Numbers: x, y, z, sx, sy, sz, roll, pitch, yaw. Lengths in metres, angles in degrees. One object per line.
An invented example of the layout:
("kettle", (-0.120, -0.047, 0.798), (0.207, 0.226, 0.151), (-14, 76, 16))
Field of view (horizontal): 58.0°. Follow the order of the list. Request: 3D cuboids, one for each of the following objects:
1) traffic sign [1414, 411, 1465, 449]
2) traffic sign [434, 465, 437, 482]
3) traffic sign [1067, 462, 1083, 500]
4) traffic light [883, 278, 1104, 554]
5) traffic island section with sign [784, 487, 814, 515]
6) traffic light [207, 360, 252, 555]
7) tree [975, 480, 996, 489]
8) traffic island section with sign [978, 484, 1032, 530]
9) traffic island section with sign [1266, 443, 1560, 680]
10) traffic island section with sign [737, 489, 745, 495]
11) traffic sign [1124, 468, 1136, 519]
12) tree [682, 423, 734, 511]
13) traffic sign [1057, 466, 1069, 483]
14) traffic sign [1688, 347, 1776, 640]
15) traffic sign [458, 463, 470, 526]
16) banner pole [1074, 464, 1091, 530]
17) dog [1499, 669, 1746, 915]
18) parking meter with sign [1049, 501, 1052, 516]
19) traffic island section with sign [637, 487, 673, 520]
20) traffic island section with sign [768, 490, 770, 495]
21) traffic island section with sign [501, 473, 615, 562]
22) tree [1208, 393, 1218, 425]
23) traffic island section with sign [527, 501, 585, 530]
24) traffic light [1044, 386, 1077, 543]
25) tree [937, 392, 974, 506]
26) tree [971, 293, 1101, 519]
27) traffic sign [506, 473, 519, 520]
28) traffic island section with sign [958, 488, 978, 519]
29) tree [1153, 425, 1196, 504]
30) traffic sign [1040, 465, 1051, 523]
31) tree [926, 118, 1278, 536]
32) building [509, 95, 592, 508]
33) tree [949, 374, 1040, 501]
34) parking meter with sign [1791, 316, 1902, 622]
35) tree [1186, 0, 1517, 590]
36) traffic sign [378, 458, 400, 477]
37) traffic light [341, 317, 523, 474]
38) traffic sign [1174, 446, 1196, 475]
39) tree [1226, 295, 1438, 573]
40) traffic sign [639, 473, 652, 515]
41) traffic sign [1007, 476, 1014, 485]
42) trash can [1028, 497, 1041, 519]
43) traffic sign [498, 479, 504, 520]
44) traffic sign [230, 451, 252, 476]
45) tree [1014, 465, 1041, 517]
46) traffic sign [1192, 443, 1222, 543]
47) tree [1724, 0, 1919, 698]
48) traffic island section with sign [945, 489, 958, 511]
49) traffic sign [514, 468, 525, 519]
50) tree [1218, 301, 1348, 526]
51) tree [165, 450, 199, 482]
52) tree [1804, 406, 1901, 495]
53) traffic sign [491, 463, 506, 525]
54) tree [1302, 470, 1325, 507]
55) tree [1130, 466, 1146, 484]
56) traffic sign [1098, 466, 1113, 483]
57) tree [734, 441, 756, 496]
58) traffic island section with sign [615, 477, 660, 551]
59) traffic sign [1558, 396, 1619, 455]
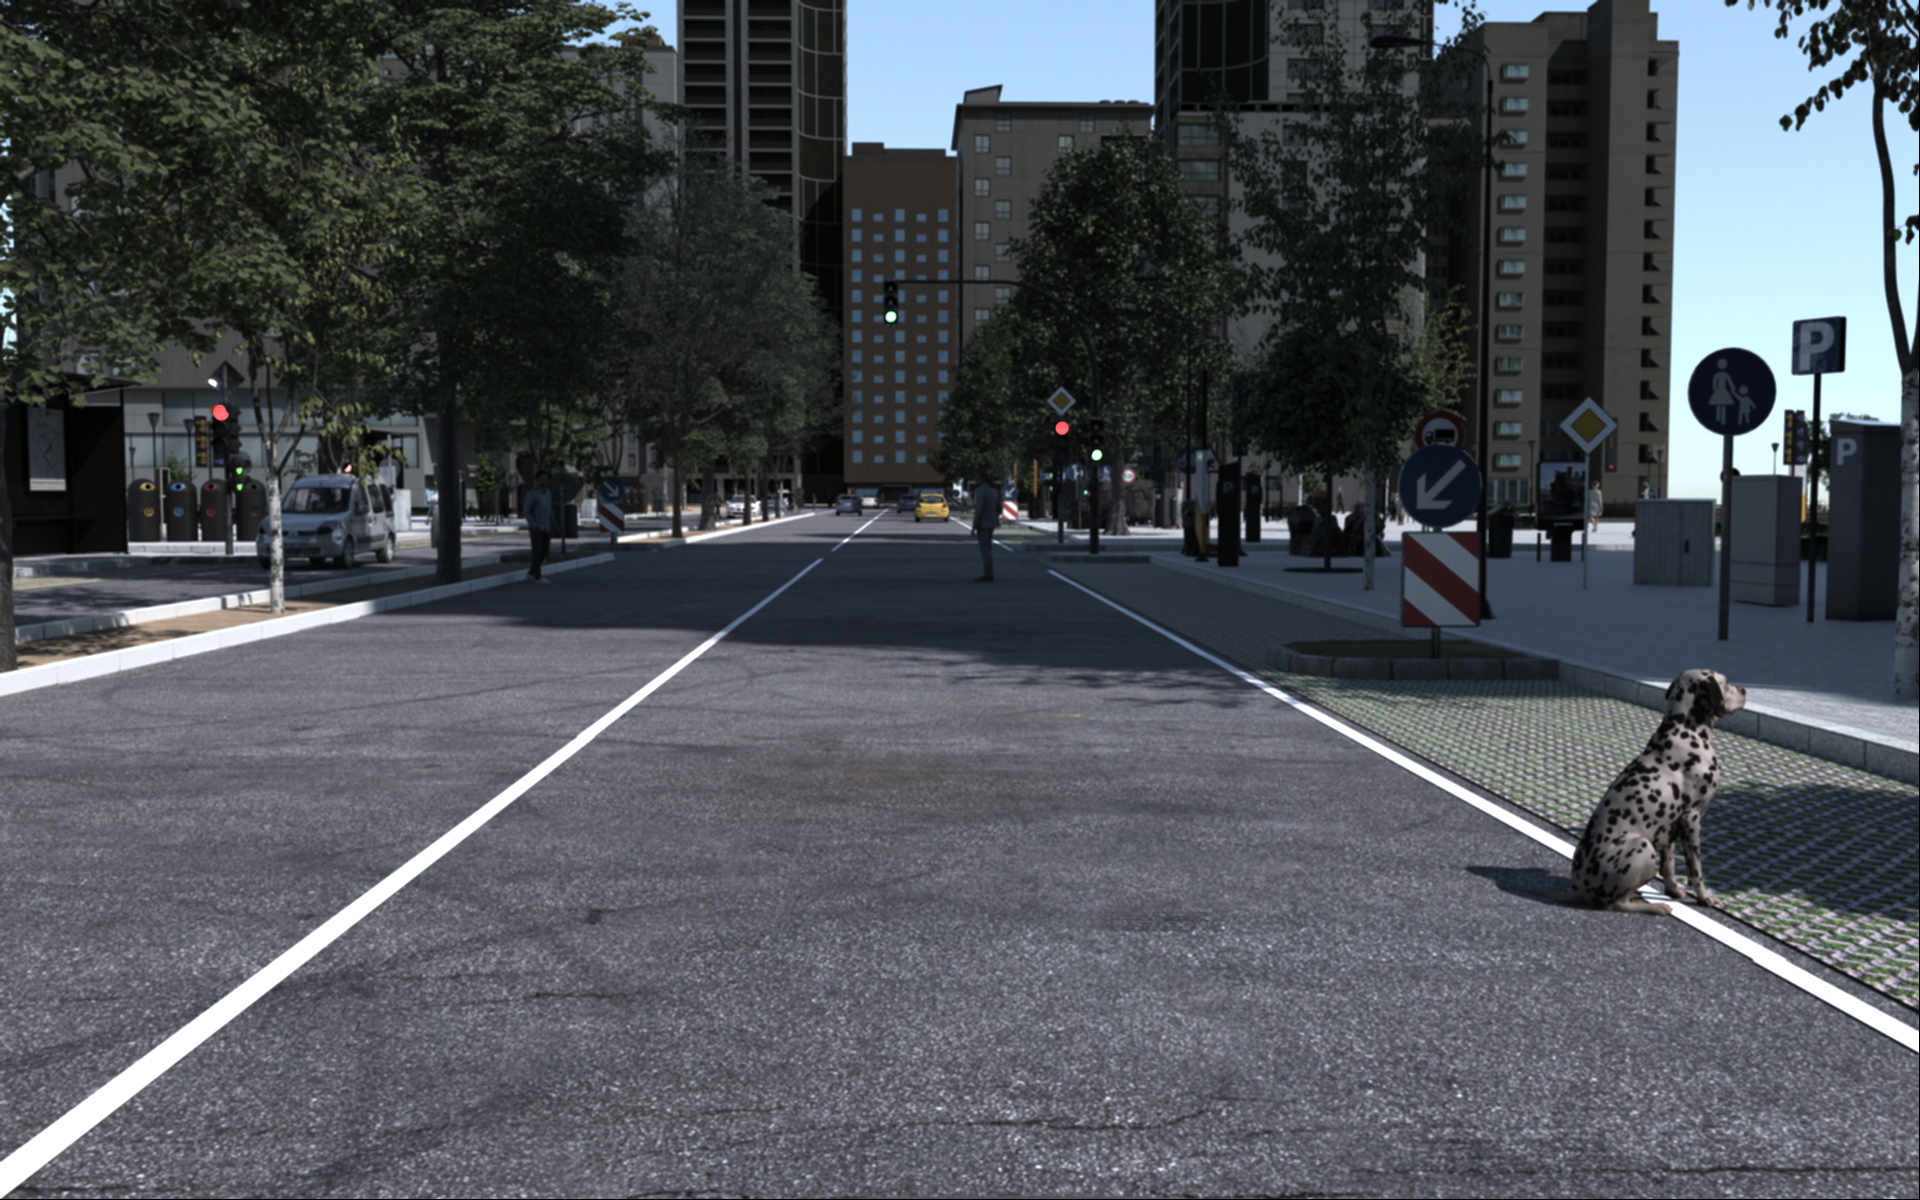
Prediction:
("traffic sign", (7.342, -1.619, 26.581), (0.768, 2.556, 0.104), (0, 4, 4))
("traffic sign", (-18.133, -3.581, 60.680), (0.606, 2.300, 0.079), (0, 4, 3))
("traffic sign", (4.610, -4.170, 68.284), (0.768, 2.556, 0.104), (0, 4, 1))
("traffic light", (0.760, -3.800, 36.803), (4.771, 5.953, 1.251), (0, 4, -2))
("traffic island section with sign", (-11.106, -6.813, 119.522), (2.006, 1.907, 1.989), (0, 4, -2))
("traffic light", (-15.404, -2.906, 36.440), (0.839, 4.253, 0.868), (0, 4, -2))
("tree", (2.052, -8.782, 138.190), (1.663, 3.219, 1.824), (0, 3, 0))
("traffic island section with sign", (1.885, -3.782, 70.469), (1.989, 1.847, 2.006), (0, 4, -2))
("traffic island section with sign", (3.590, -0.341, 14.198), (1.989, 1.847, 2.006), (0, 4, -2))
("traffic island section with sign", (-18.436, -8.419, 146.278), (1.989, 1.847, 2.006), (0, 4, -2))
("traffic sign", (8.191, -5.160, 84.467), (0.768, 2.556, 0.104), (0, 4, 1))
("tree", (-20.076, -10.837, 127.546), (4.737, 8.622, 4.395), (0, 3, 0))
("traffic sign", (4.523, -4.766, 78.037), (0.768, 2.556, 0.104), (0, 4, 7))
("traffic sign", (6.717, -0.921, 15.166), (0.768, 2.556, 0.104), (0, 3, 0))
("traffic sign", (-20.337, -4.308, 70.539), (0.768, 2.556, 0.104), (0, 4, 5))
("banner pole", (4.404, -4.373, 61.519), (0.401, 3.779, 0.863), (-2, 4, -34))
("dog", (2.314, 0.655, 6.121), (0.800, 0.831, 0.513), (2, 4, 28))
("parking meter with sign", (6.011, -6.384, 100.631), (1.738, 3.016, 0.543), (0, 4, 4))
("traffic island section with sign", (-16.951, -5.403, 96.959), (1.989, 1.847, 2.006), (0, 4, -2))
("traffic island section with sign", (-19.282, -10.090, 173.599), (1.989, 1.847, 2.006), (0, 4, -2))
("traffic island section with sign", (-8.607, -1.766, 37.014), (2.006, 1.907, 1.989), (0, 4, -2))
("tree", (11.981, -7.341, 70.385), (4.360, 8.622, 3.978), (0, 3, 0))
("traffic island section with sign", (-16.111, -3.709, 69.274), (1.989, 1.847, 2.006), (0, 4, -2))
("traffic light", (2.607, -3.429, 44.988), (0.839, 4.253, 0.868), (0, 4, -2))
("tree", (0.941, -16.163, 182.384), (7.486, 12.596, 7.792), (0, 3, 0))
("tree", (4.168, -10.027, 89.693), (9.928, 11.665, 9.643), (0, 3, 0))
("traffic sign", (-21.703, -5.010, 84.050), (0.606, 2.300, 0.079), (0, 4, 1))
("traffic island section with sign", (1.026, -5.505, 98.638), (1.989, 1.847, 2.006), (0, 4, -2))
("tree", (13.649, -9.552, 106.534), (4.360, 8.622, 3.978), (0, 3, 0))
("traffic sign", (3.946, -4.714, 77.178), (0.768, 2.556, 0.104), (0, 4, 4))
("tree", (4.912, -8.338, 53.333), (9.611, 12.733, 9.660), (0, 3, 0))
("building", (-48.158, -28.899, 164.385), (23.993, 40.220, 32.217), (0, 4, -2))
("tree", (3.417, -13.216, 122.734), (9.857, 13.997, 8.962), (0, 3, 0))
("parking meter with sign", (9.266, -1.306, 17.612), (1.738, 3.016, 0.543), (-2, 4, -25))
("tree", (5.228, -4.437, 22.909), (4.737, 8.622, 4.395), (0, 3, 0))
("traffic sign", (-19.891, -3.687, 60.388), (0.768, 2.556, 0.104), (0, 4, 0))
("traffic light", (-13.558, -4.272, 44.520), (4.771, 5.953, 1.251), (0, 4, -2))
("traffic sign", (5.989, -2.768, 45.368), (0.768, 2.556, 0.104), (0, 4, 5))
("tree", (6.151, -2.746, 28.615), (4.285, 4.588, 4.351), (0, 3, 0))
("traffic sign", (-19.303, -6.495, 106.298), (0.768, 2.556, 0.104), (0, 4, 6))
("traffic sign", (3.360, -7.032, 115.086), (0.768, 2.556, 0.104), (0, 4, 6))
("trash can", (3.776, -4.663, 87.899), (0.748, 1.137, 0.748), (0, 3, 0))
("traffic sign", (-22.653, -5.182, 84.824), (0.768, 2.556, 0.104), (0, 4, 3))
("traffic sign", (-21.246, -3.119, 51.110), (0.768, 2.556, 0.104), (0, 4, 7))
("tree", (3.872, -6.205, 96.057), (1.663, 3.219, 1.824), (0, 3, 0))
("traffic sign", (6.325, -2.693, 44.042), (0.884, 2.594, 0.081), (0, 4, 1))
("tree", (6.047, -3.675, 10.456), (4.360, 8.622, 3.978), (0, 3, 0))
("traffic island section with sign", (-0.455, -8.486, 147.377), (1.989, 1.847, 2.006), (0, 4, -2))
("traffic sign", (-22.504, -5.374, 87.863), (0.884, 2.594, 0.081), (0, 4, 7))
("tree", (12.374, -6.958, 64.119), (4.360, 8.622, 3.978), (0, 3, 0))
("tree", (-34.984, -5.034, 76.908), (1.663, 3.219, 1.824), (0, 3, 0))
("tree", (58.872, -9.028, 110.517), (11.467, 7.101, 20.602), (0, 4, -3))
("traffic sign", (-18.850, -4.303, 70.462), (0.768, 2.556, 0.104), (0, 4, -1))
("tree", (22.759, -7.249, 113.124), (1.663, 3.219, 1.824), (0, 3, 0))
("tree", (12.305, -7.666, 119.946), (1.663, 3.219, 1.824), (0, 3, 0))
("traffic sign", (6.608, -4.777, 78.213), (0.768, 2.556, 0.104), (0, 4, 2))
("tree", (-21.729, -13.384, 169.183), (4.737, 8.622, 4.395), (0, 3, 0))
("traffic island section with sign", (-8.822, -2.219, 44.418), (2.006, 1.907, 1.989), (0, 4, -2))
("traffic sign", (8.442, -1.439, 23.261), (0.795, 2.593, 0.064), (0, 4, 4))
